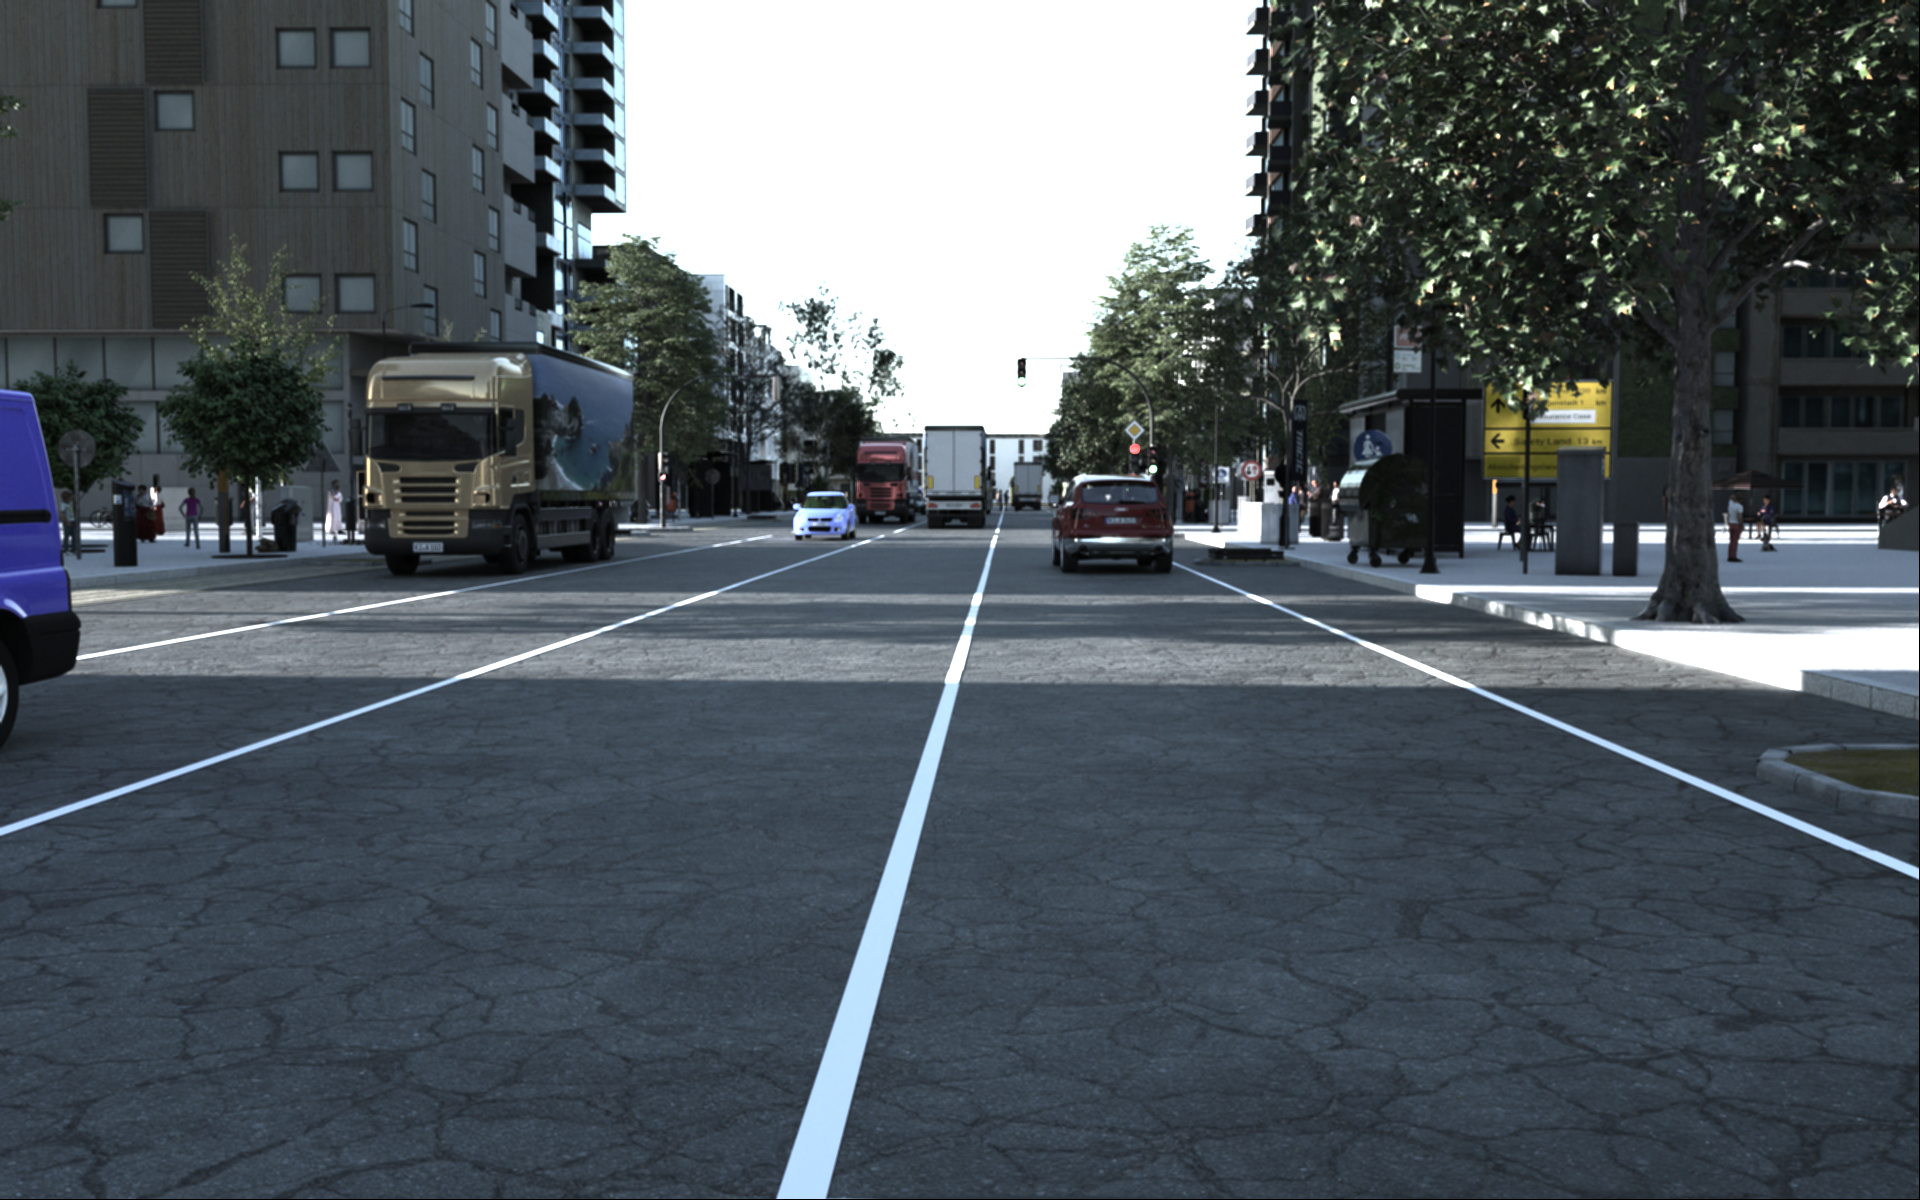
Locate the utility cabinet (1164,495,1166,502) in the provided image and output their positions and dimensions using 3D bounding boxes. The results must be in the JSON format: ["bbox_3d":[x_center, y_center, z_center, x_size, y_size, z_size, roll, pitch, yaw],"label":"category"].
[{"bbox_3d":[9.789,-4.353,82.336,0.306,1.237,1.020,-2,4,-27],"label":"utility cabinet"}]

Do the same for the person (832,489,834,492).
[{"bbox_3d":[-12.229,-9.822,166.714,0.705,1.814,1.350,0,4,8],"label":"person"}]

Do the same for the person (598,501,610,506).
[{"bbox_3d":[-15.174,-3.963,73.531,0.574,1.496,0.600,0,4,-6],"label":"person"}]

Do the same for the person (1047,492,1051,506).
[{"bbox_3d":[10.593,-12.025,205.829,0.721,1.735,1.217,2,4,24],"label":"person"}]

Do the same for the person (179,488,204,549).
[{"bbox_3d":[-17.977,-1.906,40.438,0.726,1.435,0.776,-3,4,-37],"label":"person"}]

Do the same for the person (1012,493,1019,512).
[{"bbox_3d":[4.501,-7.951,141.195,0.600,1.496,0.574,0,4,7],"label":"person"}]

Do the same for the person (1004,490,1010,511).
[{"bbox_3d":[4.009,-8.455,147.182,0.568,1.767,0.683,-1,4,-20],"label":"person"}]

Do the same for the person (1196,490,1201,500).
[{"bbox_3d":[17.209,-7.116,124.593,0.471,1.553,0.569,0,4,-8],"label":"person"}]

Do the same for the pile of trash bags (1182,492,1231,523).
[{"bbox_3d":[10.728,-4.108,76.925,1.912,1.369,3.447,2,4,27],"label":"pile of trash bags"}]

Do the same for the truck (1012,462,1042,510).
[{"bbox_3d":[6.133,-10.307,157.427,2.839,4.237,11.283,0,4,2],"label":"truck"}]

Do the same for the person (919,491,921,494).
[{"bbox_3d":[-4.498,-11.150,190.936,0.705,1.807,1.348,-2,4,-30],"label":"person"}]

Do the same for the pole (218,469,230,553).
[{"bbox_3d":[-16.117,-2.693,37.869,0.158,3.312,0.155,0,3,0],"label":"pole"}]

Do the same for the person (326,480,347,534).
[{"bbox_3d":[-19.796,-2.947,54.900,0.621,1.740,0.551,-1,4,-9],"label":"person"}]

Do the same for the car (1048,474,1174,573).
[{"bbox_3d":[2.862,-1.499,33.174,2.281,1.827,5.304,0,4,0],"label":"car"}]

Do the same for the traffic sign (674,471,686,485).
[{"bbox_3d":[-15.635,-5.902,96.606,0.768,2.556,0.104,0,4,8],"label":"traffic sign"}]

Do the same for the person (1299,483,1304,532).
[{"bbox_3d":[11.202,-3.083,57.902,0.566,1.644,0.517,3,5,40],"label":"person"}]

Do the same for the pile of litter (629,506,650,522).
[{"bbox_3d":[-15.234,-4.097,80.944,1.719,0.858,1.176,-1,4,-9],"label":"pile of litter"}]

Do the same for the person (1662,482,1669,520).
[{"bbox_3d":[14.390,-1.744,34.682,0.434,1.807,0.598,-2,4,-25],"label":"person"}]

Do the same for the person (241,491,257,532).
[{"bbox_3d":[-23.943,-3.188,58.311,0.789,1.805,0.875,-2,4,-34],"label":"person"}]

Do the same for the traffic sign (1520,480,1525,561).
[{"bbox_3d":[10.730,-2.011,32.987,0.768,2.556,0.104,0,4,6],"label":"traffic sign"}]

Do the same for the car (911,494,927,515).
[{"bbox_3d":[-3.253,-6.764,120.385,2.009,1.686,4.222,0,4,2],"label":"car"}]

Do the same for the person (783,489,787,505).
[{"bbox_3d":[-15.389,-8.887,152.142,0.445,1.727,0.742,-1,4,-9],"label":"person"}]

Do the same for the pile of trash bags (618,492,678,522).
[{"bbox_3d":[-14.483,-4.231,78.933,3.447,1.369,1.912,1,4,11],"label":"pile of trash bags"}]

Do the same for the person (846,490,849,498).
[{"bbox_3d":[-13.799,-12.620,212.390,0.705,1.823,1.348,0,4,2],"label":"person"}]

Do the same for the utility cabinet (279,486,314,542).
[{"bbox_3d":[-17.727,-2.300,46.287,0.318,1.500,1.173,1,4,9],"label":"utility cabinet"}]

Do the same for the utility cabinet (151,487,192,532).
[{"bbox_3d":[-26.299,-3.001,57.741,1.173,1.500,0.318,-3,5,-44],"label":"utility cabinet"}]

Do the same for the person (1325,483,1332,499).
[{"bbox_3d":[16.182,-4.255,76.173,0.434,1.755,0.990,-1,4,-15],"label":"person"}]

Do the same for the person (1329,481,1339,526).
[{"bbox_3d":[15.108,-3.900,69.959,0.789,1.805,0.875,-2,4,-23],"label":"person"}]

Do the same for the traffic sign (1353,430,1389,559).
[{"bbox_3d":[8.152,-2.092,34.313,0.768,2.556,0.104,0,4,6],"label":"traffic sign"}]

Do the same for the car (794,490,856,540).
[{"bbox_3d":[-4.268,-2.779,55.023,1.945,1.707,3.694,0,4,2],"label":"car"}]

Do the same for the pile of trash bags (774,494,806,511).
[{"bbox_3d":[-13.066,-7.662,135.020,3.447,1.369,1.912,1,4,19],"label":"pile of trash bags"}]

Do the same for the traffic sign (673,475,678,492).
[{"bbox_3d":[-15.363,-5.551,92.895,0.606,2.300,0.079,1,4,11],"label":"traffic sign"}]

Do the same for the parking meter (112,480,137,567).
[{"bbox_3d":[-14.829,-1.366,30.745,0.372,1.533,0.369,0,3,0],"label":"parking meter"}]

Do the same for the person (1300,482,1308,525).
[{"bbox_3d":[14.522,-4.091,73.052,0.434,1.807,0.598,2,4,29],"label":"person"}]

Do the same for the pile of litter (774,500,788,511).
[{"bbox_3d":[-13.866,-7.212,131.875,1.719,0.858,1.176,-1,4,-22],"label":"pile of litter"}]

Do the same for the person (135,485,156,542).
[{"bbox_3d":[-21.600,-2.288,45.927,0.523,1.526,0.387,-1,4,-23],"label":"person"}]

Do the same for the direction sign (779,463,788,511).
[{"bbox_3d":[-12.955,-8.340,128.354,0.876,3.537,0.379,-2,4,-28],"label":"direction sign"}]

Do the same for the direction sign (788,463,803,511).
[{"bbox_3d":[-12.040,-8.312,127.897,0.876,3.537,0.379,0,4,3],"label":"direction sign"}]

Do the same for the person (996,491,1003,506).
[{"bbox_3d":[4.881,-12.523,213.773,0.750,1.759,0.617,-1,4,-13],"label":"person"}]

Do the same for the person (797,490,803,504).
[{"bbox_3d":[-14.039,-8.885,152.777,0.593,1.643,0.415,-1,4,-20],"label":"person"}]

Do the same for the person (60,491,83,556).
[{"bbox_3d":[-18.590,-1.606,36.217,0.340,1.345,0.435,-1,4,-14],"label":"person"}]

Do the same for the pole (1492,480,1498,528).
[{"bbox_3d":[20.374,-4.408,65.910,0.158,3.312,0.155,0,3,0],"label":"pole"}]

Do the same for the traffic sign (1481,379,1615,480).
[{"bbox_3d":[10.444,-2.262,30.852,2.265,3.308,0.079,0,4,7],"label":"traffic sign"}]

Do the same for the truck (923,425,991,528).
[{"bbox_3d":[-0.098,-5.319,75.880,2.839,4.237,11.283,0,4,2],"label":"truck"}]

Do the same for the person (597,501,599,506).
[{"bbox_3d":[-19.031,-5.033,90.701,0.453,1.535,0.546,0,4,6],"label":"person"}]

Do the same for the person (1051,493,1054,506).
[{"bbox_3d":[11.291,-12.441,212.443,0.617,1.759,0.750,0,4,6],"label":"person"}]

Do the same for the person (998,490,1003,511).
[{"bbox_3d":[3.488,-8.613,149.406,0.705,1.814,1.350,0,4,-5],"label":"person"}]

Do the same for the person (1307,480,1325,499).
[{"bbox_3d":[11.250,-2.936,54.730,0.600,1.739,0.565,-3,4,-35],"label":"person"}]

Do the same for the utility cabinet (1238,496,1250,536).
[{"bbox_3d":[8.767,-2.585,53.421,0.306,1.237,1.020,1,4,15],"label":"utility cabinet"}]

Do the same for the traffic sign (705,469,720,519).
[{"bbox_3d":[-12.499,-5.344,87.483,0.768,2.556,0.104,0,4,4],"label":"traffic sign"}]

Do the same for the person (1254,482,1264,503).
[{"bbox_3d":[13.026,-4.217,75.116,0.598,1.807,0.434,-1,4,-9],"label":"person"}]

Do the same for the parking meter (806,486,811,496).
[{"bbox_3d":[-11.376,-7.610,130.126,0.399,1.863,0.255,1,4,17],"label":"parking meter"}]

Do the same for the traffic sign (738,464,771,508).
[{"bbox_3d":[-13.985,-7.570,117.649,2.265,3.308,0.079,0,4,7],"label":"traffic sign"}]

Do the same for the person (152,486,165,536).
[{"bbox_3d":[-24.895,-2.766,53.728,0.387,1.526,0.523,-1,4,-11],"label":"person"}]

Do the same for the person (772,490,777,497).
[{"bbox_3d":[-19.512,-10.552,179.293,1.217,1.736,0.721,-2,4,-29],"label":"person"}]

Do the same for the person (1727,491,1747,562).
[{"bbox_3d":[14.694,-1.397,32.798,0.340,1.345,0.435,-2,4,-27],"label":"person"}]

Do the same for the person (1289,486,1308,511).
[{"bbox_3d":[9.236,-2.371,47.502,0.600,1.496,0.574,1,4,8],"label":"person"}]
